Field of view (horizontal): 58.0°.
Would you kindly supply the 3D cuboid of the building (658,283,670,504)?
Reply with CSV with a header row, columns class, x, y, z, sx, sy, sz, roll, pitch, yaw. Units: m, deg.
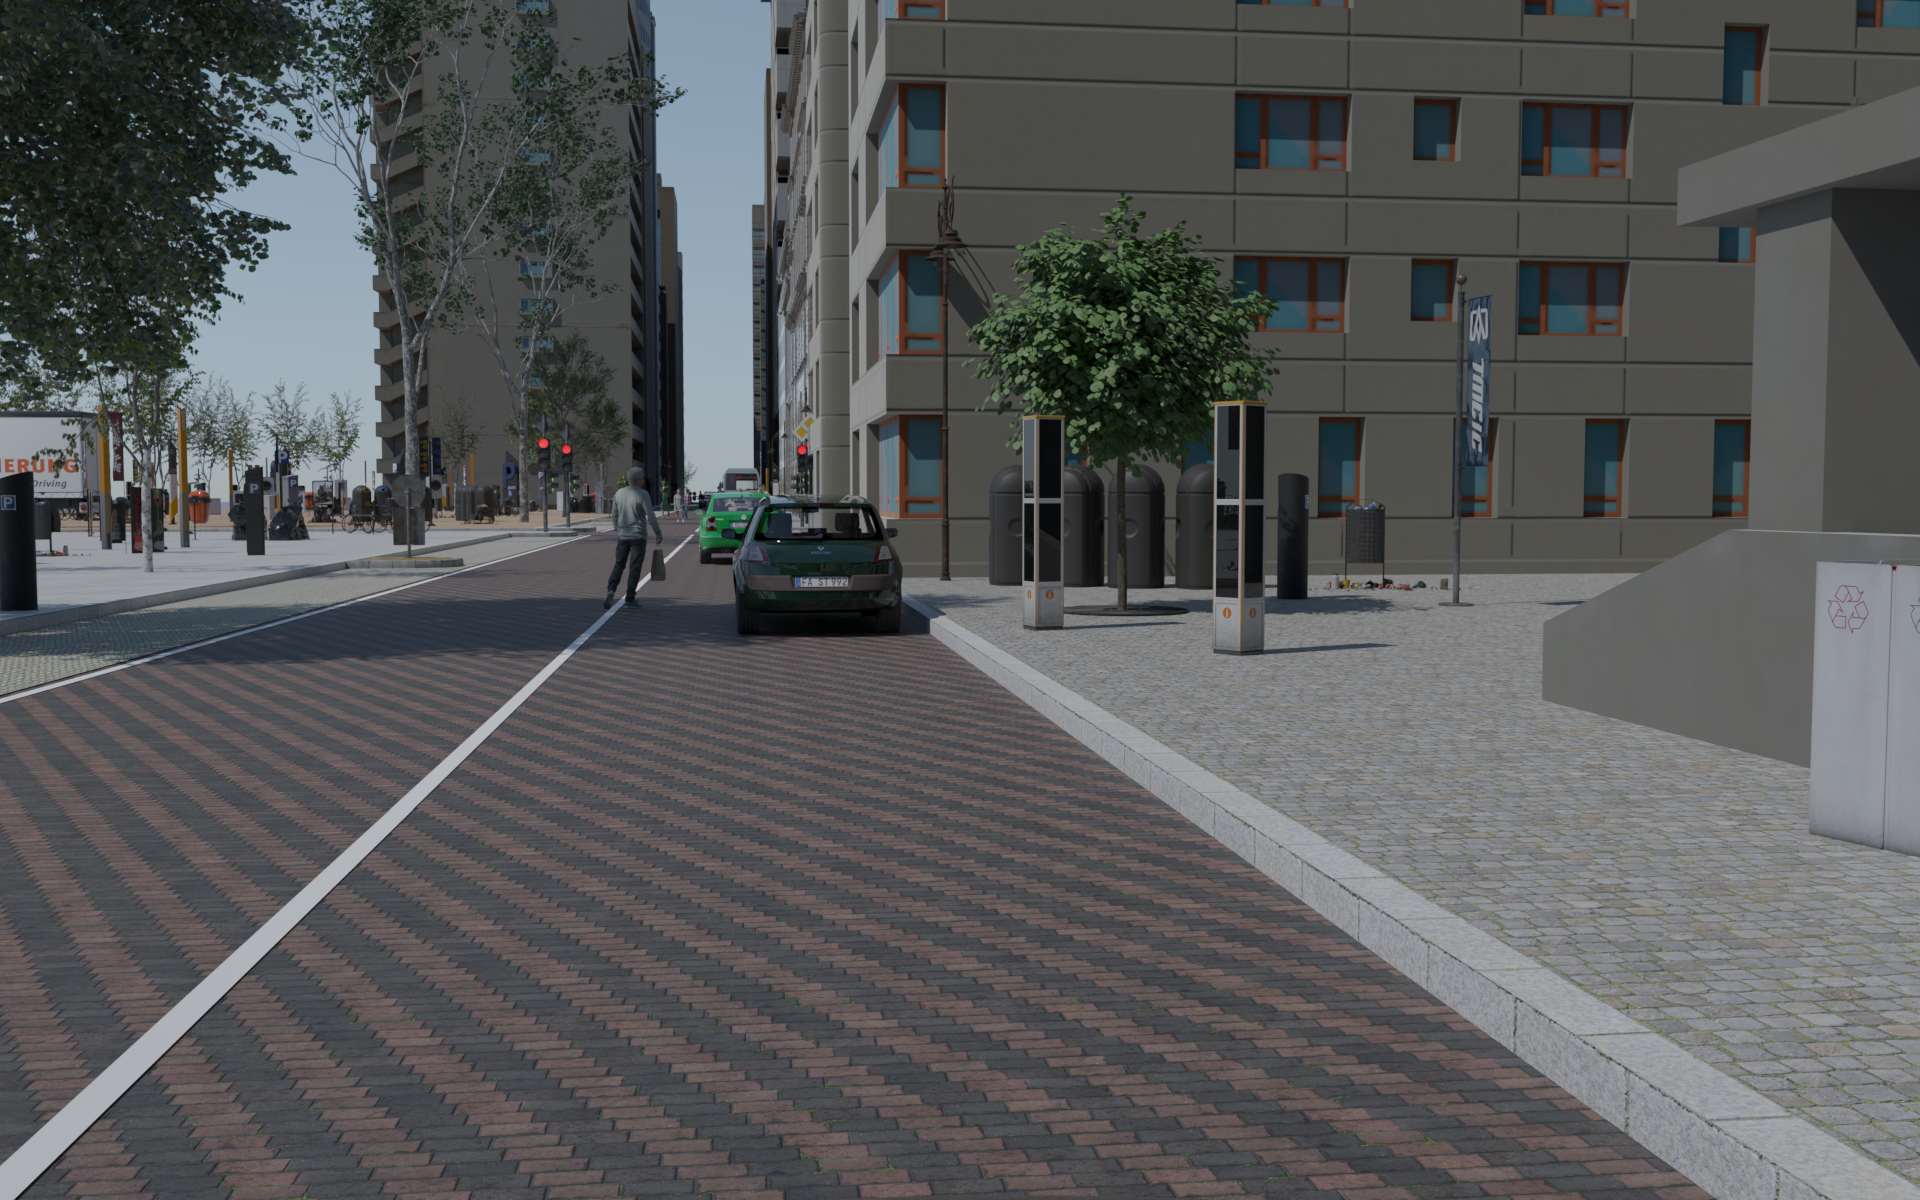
class,x,y,z,sx,sy,sz,roll,pitch,yaw
building,-46.077,-28.024,229.890,14.160,30.474,14.107,0,4,-7

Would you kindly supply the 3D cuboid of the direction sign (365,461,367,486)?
class,x,y,z,sx,sy,sz,roll,pitch,yaw
direction sign,-40.220,-7.660,117.239,0.379,3.537,0.876,-2,4,-24

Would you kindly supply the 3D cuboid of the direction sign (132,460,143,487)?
class,x,y,z,sx,sy,sz,roll,pitch,yaw
direction sign,-53.835,-7.443,113.688,0.876,3.537,0.379,0,4,1

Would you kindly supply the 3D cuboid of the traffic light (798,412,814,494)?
class,x,y,z,sx,sy,sz,roll,pitch,yaw
traffic light,-5.149,-4.321,59.572,0.839,4.253,0.868,0,4,-7

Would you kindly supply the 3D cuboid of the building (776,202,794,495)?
class,x,y,z,sx,sy,sz,roll,pitch,yaw
building,-5.137,-16.674,114.415,13.314,21.916,24.055,0,4,-7

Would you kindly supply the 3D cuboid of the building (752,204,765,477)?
class,x,y,z,sx,sy,sz,roll,pitch,yaw
building,-22.514,-34.464,247.082,14.154,41.232,14.086,0,4,-7

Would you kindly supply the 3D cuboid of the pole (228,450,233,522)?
class,x,y,z,sx,sy,sz,roll,pitch,yaw
pole,-33.392,-5.228,79.326,0.158,3.312,0.155,0,3,0

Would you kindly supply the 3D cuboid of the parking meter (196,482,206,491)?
class,x,y,z,sx,sy,sz,roll,pitch,yaw
parking meter,-38.107,-4.972,87.005,0.399,1.863,0.255,1,4,13

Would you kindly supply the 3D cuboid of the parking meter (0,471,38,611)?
class,x,y,z,sx,sy,sz,roll,pitch,yaw
parking meter,-10.417,-0.655,19.127,0.372,1.533,0.369,0,3,0

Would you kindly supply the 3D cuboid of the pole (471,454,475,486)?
class,x,y,z,sx,sy,sz,roll,pitch,yaw
pole,-24.769,-5.764,88.080,0.158,3.312,0.155,0,3,0

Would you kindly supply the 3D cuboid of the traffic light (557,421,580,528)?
class,x,y,z,sx,sy,sz,roll,pitch,yaw
traffic light,-15.010,-4.735,66.335,0.839,4.253,0.868,0,4,-7

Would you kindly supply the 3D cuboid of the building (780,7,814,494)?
class,x,y,z,sx,sy,sz,roll,pitch,yaw
building,-2.734,-17.893,89.821,12.463,27.353,25.104,0,4,-7

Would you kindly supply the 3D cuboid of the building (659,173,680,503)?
class,x,y,z,sx,sy,sz,roll,pitch,yaw
building,-46.943,-36.363,244.649,14.600,45.320,14.200,0,4,-7

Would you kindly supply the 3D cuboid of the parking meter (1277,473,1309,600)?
class,x,y,z,sx,sy,sz,roll,pitch,yaw
parking meter,4.072,-0.781,21.185,0.372,1.533,0.369,0,3,0

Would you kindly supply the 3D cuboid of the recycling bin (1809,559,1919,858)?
class,x,y,z,sx,sy,sz,roll,pitch,yaw
recycling bin,3.664,0.380,6.347,0.722,1.027,0.722,-1,4,-23

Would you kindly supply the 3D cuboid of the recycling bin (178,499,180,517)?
class,x,y,z,sx,sy,sz,roll,pitch,yaw
recycling bin,-44.107,-5.278,98.853,0.722,1.027,0.722,1,4,14

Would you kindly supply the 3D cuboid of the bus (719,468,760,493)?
class,x,y,z,sx,sy,sz,roll,pitch,yaw
bus,-16.383,-8.192,128.799,2.948,3.499,13.247,-1,4,-8

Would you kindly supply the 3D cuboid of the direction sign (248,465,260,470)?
class,x,y,z,sx,sy,sz,roll,pitch,yaw
direction sign,-54.634,-8.687,134.036,0.876,3.537,0.379,-1,4,-8

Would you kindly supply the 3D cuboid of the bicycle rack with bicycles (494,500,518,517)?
class,x,y,z,sx,sy,sz,roll,pitch,yaw
bicycle rack with bicycles,-26.636,-5.184,98.135,2.852,0.926,2.925,-2,4,-34

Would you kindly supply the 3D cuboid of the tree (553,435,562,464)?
class,x,y,z,sx,sy,sz,roll,pitch,yaw
tree,-29.407,-11.255,134.375,4.360,8.622,3.978,0,3,0

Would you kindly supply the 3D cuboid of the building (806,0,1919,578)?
class,x,y,z,sx,sy,sz,roll,pitch,yaw
building,10.739,-12.039,41.875,27.650,21.520,28.899,0,4,-7

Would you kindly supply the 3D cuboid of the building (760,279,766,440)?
class,x,y,z,sx,sy,sz,roll,pitch,yaw
building,-19.861,-28.249,233.565,14.160,30.474,14.107,0,4,-7

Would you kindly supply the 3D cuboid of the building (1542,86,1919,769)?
class,x,y,z,sx,sy,sz,roll,pitch,yaw
building,20.486,-19.136,4.748,32.217,40.220,23.993,0,4,-7

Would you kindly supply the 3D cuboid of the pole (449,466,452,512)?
class,x,y,z,sx,sy,sz,roll,pitch,yaw
pole,-36.770,-8.024,125.036,0.158,3.312,0.155,0,3,0

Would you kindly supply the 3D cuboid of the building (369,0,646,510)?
class,x,y,z,sx,sy,sz,roll,pitch,yaw
building,-38.898,-32.214,150.408,21.300,48.544,21.600,0,4,-7

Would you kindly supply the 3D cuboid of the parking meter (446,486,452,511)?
class,x,y,z,sx,sy,sz,roll,pitch,yaw
parking meter,-39.129,-7.758,132.549,0.255,1.863,0.399,1,4,21

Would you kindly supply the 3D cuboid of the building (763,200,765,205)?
class,x,y,z,sx,sy,sz,roll,pitch,yaw
building,-20.614,-39.838,270.966,23.786,49.044,30.456,0,4,-7

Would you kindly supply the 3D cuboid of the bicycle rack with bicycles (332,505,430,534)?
class,x,y,z,sx,sy,sz,roll,pitch,yaw
bicycle rack with bicycles,-19.256,-2.654,56.767,2.925,0.926,2.852,2,4,27

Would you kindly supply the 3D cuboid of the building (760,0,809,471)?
class,x,y,z,sx,sy,sz,roll,pitch,yaw
building,-3.659,-34.924,160.240,28.713,52.752,27.495,0,4,-7

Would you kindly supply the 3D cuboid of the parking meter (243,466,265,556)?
class,x,y,z,sx,sy,sz,roll,pitch,yaw
parking meter,-14.769,-1.866,36.225,0.399,1.863,0.255,-1,4,-22

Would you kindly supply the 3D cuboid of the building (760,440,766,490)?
class,x,y,z,sx,sy,sz,roll,pitch,yaw
building,-12.118,-54.386,201.876,22.319,86.520,31.000,0,4,-7

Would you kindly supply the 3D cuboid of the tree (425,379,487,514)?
class,x,y,z,sx,sy,sz,roll,pitch,yaw
tree,-32.451,-9.837,111.190,4.360,8.622,3.978,0,3,0

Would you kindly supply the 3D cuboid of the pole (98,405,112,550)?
class,x,y,z,sx,sy,sz,roll,pitch,yaw
pole,-19.718,-2.819,39.933,0.158,3.312,0.155,0,3,0

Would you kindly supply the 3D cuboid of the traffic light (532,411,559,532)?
class,x,y,z,sx,sy,sz,roll,pitch,yaw
traffic light,-13.985,-4.250,58.416,0.839,4.253,0.868,0,4,-7

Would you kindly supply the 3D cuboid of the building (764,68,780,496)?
class,x,y,z,sx,sy,sz,roll,pitch,yaw
building,-13.221,-32.424,180.246,14.600,45.320,14.200,0,4,-7

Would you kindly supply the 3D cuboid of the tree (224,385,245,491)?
class,x,y,z,sx,sy,sz,roll,pitch,yaw
tree,-48.754,-10.177,116.748,4.737,8.622,4.395,0,3,0

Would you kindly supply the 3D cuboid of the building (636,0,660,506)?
class,x,y,z,sx,sy,sz,roll,pitch,yaw
building,-44.344,-39.601,189.480,21.231,58.520,28.212,0,4,-7

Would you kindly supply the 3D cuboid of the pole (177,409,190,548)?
class,x,y,z,sx,sy,sz,roll,pitch,yaw
pole,-18.596,-2.913,41.469,0.158,3.312,0.155,0,3,0

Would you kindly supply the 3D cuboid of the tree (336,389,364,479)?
class,x,y,z,sx,sy,sz,roll,pitch,yaw
tree,-43.527,-10.442,121.082,4.737,8.622,4.395,0,3,0

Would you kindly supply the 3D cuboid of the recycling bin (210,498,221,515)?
class,x,y,z,sx,sy,sz,roll,pitch,yaw
recycling bin,-46.424,-5.817,107.669,0.722,1.027,0.722,-3,5,-40

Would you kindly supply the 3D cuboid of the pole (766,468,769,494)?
class,x,y,z,sx,sy,sz,roll,pitch,yaw
pole,-15.284,-8.783,137.444,0.158,3.312,0.155,0,3,0

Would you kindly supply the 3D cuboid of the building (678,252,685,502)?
class,x,y,z,sx,sy,sz,roll,pitch,yaw
building,-52.463,-36.673,283.196,14.154,41.232,14.086,0,4,-7

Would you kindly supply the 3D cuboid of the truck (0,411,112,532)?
class,x,y,z,sx,sy,sz,roll,pitch,yaw
truck,-35.309,-4.298,59.183,11.283,4.237,2.839,0,4,-5

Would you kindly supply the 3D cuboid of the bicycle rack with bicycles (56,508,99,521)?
class,x,y,z,sx,sy,sz,roll,pitch,yaw
bicycle rack with bicycles,-43.114,-4.303,83.730,2.925,0.926,2.852,-1,4,-19

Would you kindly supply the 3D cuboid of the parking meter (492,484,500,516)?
class,x,y,z,sx,sy,sz,roll,pitch,yaw
parking meter,-27.564,-5.951,103.002,0.399,1.863,0.255,1,4,16

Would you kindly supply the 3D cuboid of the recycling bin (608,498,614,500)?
class,x,y,z,sx,sy,sz,roll,pitch,yaw
recycling bin,-26.060,-7.198,130.247,0.722,1.027,0.722,-1,4,-13

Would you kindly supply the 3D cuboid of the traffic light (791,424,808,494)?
class,x,y,z,sx,sy,sz,roll,pitch,yaw
traffic light,-6.175,-4.806,67.491,0.839,4.253,0.868,0,4,-7

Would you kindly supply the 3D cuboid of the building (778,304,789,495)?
class,x,y,z,sx,sy,sz,roll,pitch,yaw
building,-8.635,-17.116,134.602,10.420,20.320,16.860,0,4,-7

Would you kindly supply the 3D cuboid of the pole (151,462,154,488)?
class,x,y,z,sx,sy,sz,roll,pitch,yaw
pole,-51.412,-7.122,110.287,0.158,3.312,0.155,0,3,0

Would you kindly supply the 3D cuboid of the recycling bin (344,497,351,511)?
class,x,y,z,sx,sy,sz,roll,pitch,yaw
recycling bin,-48.033,-7.512,135.371,0.722,1.027,0.722,-3,4,-38

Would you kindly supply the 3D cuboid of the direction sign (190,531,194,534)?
class,x,y,z,sx,sy,sz,roll,pitch,yaw
direction sign,-24.726,-3.874,55.341,0.379,3.537,0.876,-2,4,-28

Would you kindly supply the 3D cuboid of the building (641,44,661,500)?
class,x,y,z,sx,sy,sz,roll,pitch,yaw
building,-37.437,-31.763,169.431,14.600,45.320,14.200,0,4,-7

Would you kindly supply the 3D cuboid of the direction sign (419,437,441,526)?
class,x,y,z,sx,sy,sz,roll,pitch,yaw
direction sign,-21.196,-4.730,69.339,0.876,3.537,0.379,-3,4,-37
